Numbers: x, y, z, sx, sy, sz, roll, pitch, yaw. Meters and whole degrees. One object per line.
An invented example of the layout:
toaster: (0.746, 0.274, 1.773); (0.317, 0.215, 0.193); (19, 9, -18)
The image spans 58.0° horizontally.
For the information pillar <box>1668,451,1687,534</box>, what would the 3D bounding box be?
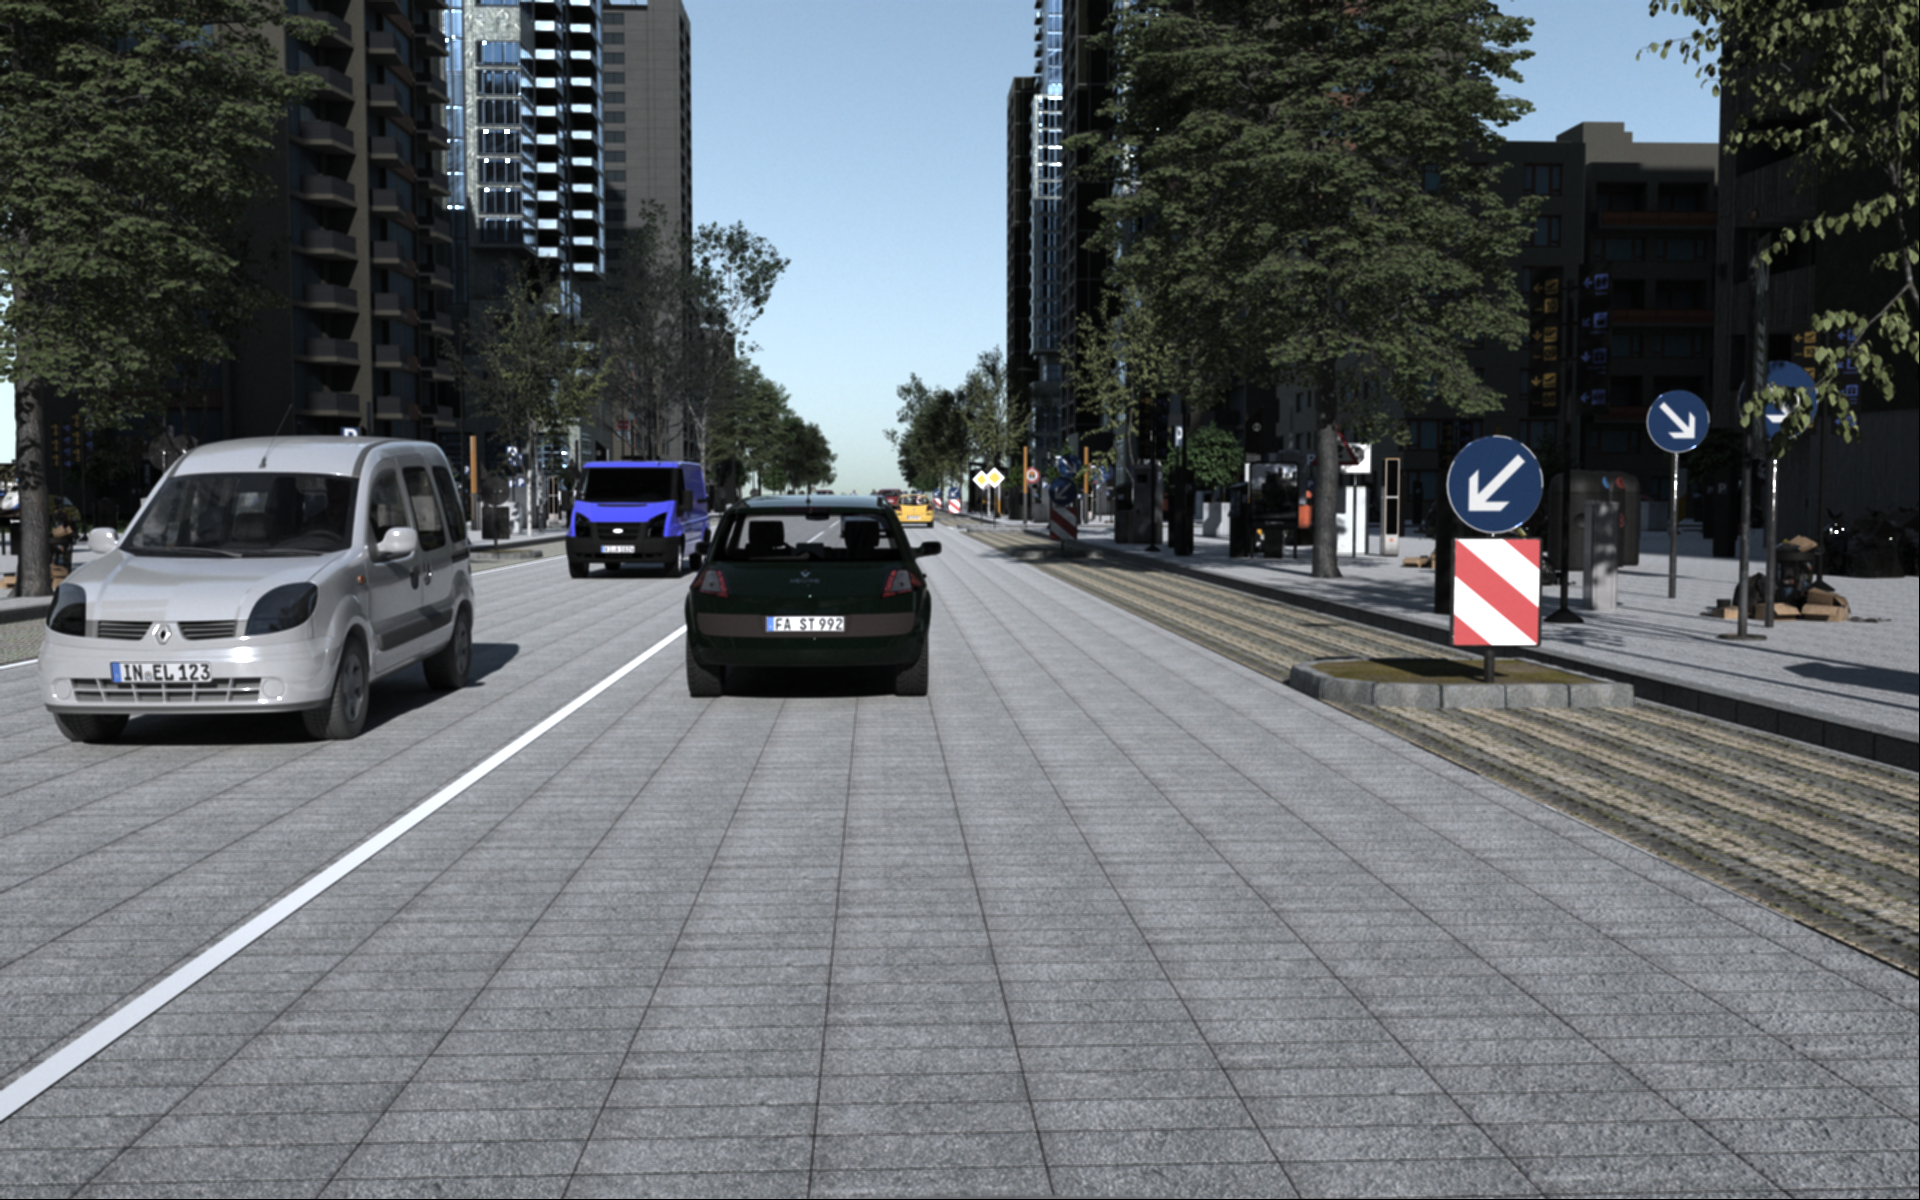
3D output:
information pillar: (22.970, -3.916, 55.380); (0.504, 3.616, 0.183); (0, 4, 3)

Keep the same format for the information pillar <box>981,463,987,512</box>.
information pillar: (1.786, -8.238, 126.048); (0.504, 3.616, 0.183); (-2, 4, -32)

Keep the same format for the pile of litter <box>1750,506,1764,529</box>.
pile of litter: (29.718, -3.109, 64.796); (1.719, 0.858, 1.176); (2, 4, 31)

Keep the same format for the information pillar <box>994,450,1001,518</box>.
information pillar: (1.998, -6.210, 92.894); (0.183, 3.616, 0.504); (3, 4, 38)

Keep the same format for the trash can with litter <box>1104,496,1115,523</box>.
trash can with litter: (7.257, -4.039, 77.092); (2.233, 1.210, 1.678); (-3, 5, -41)

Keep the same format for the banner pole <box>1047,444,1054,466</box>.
banner pole: (4.499, -5.861, 85.851); (0.401, 3.779, 0.863); (2, 4, 31)

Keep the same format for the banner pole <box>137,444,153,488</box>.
banner pole: (-40.776, -5.905, 86.560); (0.863, 3.779, 0.401); (-2, 4, -31)

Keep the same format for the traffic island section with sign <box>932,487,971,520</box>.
traffic island section with sign: (-0.442, -5.241, 94.320); (1.989, 1.847, 2.006); (0, 4, -3)

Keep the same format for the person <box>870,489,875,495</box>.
person: (-6.508, -7.521, 131.651); (0.590, 1.801, 0.661); (-3, 5, -39)

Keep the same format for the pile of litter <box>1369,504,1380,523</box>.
pile of litter: (18.747, -3.946, 78.479); (1.176, 0.858, 1.719); (-1, 4, -19)

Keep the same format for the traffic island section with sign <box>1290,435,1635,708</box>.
traffic island section with sign: (3.465, -0.234, 12.451); (1.989, 1.847, 2.006); (0, 4, -3)

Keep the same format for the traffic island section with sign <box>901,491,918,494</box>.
traffic island section with sign: (-5.438, -11.651, 199.127); (1.989, 1.847, 2.006); (0, 4, -3)

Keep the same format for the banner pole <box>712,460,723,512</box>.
banner pole: (-17.803, -8.398, 127.322); (0.863, 3.779, 0.401); (0, 4, -4)

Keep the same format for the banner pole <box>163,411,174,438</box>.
banner pole: (-23.792, -3.798, 52.121); (0.401, 3.779, 0.863); (0, 4, 1)

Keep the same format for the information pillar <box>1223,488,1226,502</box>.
information pillar: (12.889, -5.690, 84.380); (0.183, 3.616, 0.504); (1, 4, 11)

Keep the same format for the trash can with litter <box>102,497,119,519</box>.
trash can with litter: (-29.998, -3.076, 61.683); (1.055, 1.170, 0.624); (-1, 4, -10)

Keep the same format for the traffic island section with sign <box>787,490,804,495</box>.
traffic island section with sign: (-16.769, -9.987, 171.908); (1.989, 1.847, 2.006); (0, 4, -3)

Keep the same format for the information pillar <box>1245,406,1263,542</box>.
information pillar: (7.891, -3.369, 46.441); (0.504, 3.616, 0.183); (2, 4, 30)

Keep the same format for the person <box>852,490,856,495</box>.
person: (-11.186, -10.730, 183.810); (0.709, 1.838, 0.599); (-3, 5, -40)

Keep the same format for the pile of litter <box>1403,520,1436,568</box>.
pile of litter: (8.335, -0.997, 30.261); (1.176, 0.858, 1.719); (0, 4, 8)

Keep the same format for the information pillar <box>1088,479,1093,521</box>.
information pillar: (6.066, -4.696, 81.264); (0.304, 2.012, 0.304); (0, 4, 7)

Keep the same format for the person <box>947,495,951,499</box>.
person: (-1.351, -13.522, 229.460); (0.709, 1.838, 0.599); (-1, 4, -18)

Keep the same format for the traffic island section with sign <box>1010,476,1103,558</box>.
traffic island section with sign: (2.169, -1.897, 39.643); (1.989, 1.847, 2.006); (0, 4, -3)

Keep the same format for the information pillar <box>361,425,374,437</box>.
information pillar: (-20.263, -4.158, 59.345); (0.504, 3.616, 0.183); (-3, 5, -42)

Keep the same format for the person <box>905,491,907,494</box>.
person: (-5.690, -10.505, 180.976); (1.217, 1.735, 0.721); (2, 4, 24)

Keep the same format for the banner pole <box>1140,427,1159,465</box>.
banner pole: (6.236, -4.068, 56.532); (0.863, 3.779, 0.401); (-1, 4, -21)

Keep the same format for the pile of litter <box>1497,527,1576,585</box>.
pile of litter: (7.870, -0.660, 24.764); (1.719, 0.858, 1.176); (2, 4, 31)

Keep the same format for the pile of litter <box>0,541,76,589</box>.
pile of litter: (-12.596, -0.603, 23.827); (1.719, 0.858, 1.176); (2, 4, 32)

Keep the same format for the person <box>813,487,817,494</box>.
person: (-8.902, -6.021, 106.808); (0.748, 1.841, 0.638); (1, 4, 22)

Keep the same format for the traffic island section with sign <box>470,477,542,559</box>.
traffic island section with sign: (-10.420, -1.836, 38.642); (1.989, 1.847, 2.006); (0, 4, -3)

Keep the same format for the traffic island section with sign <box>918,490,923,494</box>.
traffic island section with sign: (-1.748, -6.921, 121.781); (1.989, 1.847, 2.006); (0, 4, -3)

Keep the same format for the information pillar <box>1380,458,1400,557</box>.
information pillar: (8.825, -1.900, 35.562); (0.304, 2.012, 0.304); (0, 4, -4)

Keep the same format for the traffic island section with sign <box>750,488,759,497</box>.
traffic island section with sign: (-14.384, -6.920, 121.764); (1.989, 1.847, 2.006); (0, 4, -3)

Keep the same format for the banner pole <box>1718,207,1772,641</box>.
banner pole: (6.886, -1.529, 15.013); (0.401, 3.779, 0.863); (1, 4, 12)

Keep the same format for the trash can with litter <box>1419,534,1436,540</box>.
trash can with litter: (13.803, -2.271, 48.185); (1.678, 1.210, 2.233); (-2, 4, -31)

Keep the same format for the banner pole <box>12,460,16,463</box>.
banner pole: (-60.320, -7.398, 110.982); (0.401, 3.779, 0.863); (2, 4, 31)

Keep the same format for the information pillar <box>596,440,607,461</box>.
information pillar: (-15.556, -5.122, 75.098); (0.504, 3.616, 0.183); (1, 4, 9)

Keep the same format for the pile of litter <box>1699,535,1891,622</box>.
pile of litter: (8.584, -0.234, 17.791); (1.719, 0.858, 1.176); (3, 5, 43)

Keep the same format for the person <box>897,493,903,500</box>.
person: (-3.622, -5.751, 105.127); (0.503, 1.515, 0.523); (-2, 4, -29)

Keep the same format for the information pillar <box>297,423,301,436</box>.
information pillar: (-21.825, -4.031, 57.268); (0.183, 3.616, 0.504); (-2, 4, -26)

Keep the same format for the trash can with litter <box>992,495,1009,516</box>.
trash can with litter: (3.120, -5.643, 103.312); (2.233, 1.210, 1.678); (1, 4, 14)

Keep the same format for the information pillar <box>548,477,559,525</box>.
information pillar: (-17.112, -4.185, 72.911); (0.304, 2.012, 0.304); (2, 4, 30)

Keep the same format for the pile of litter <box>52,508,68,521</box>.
pile of litter: (-26.878, -2.281, 51.253); (1.176, 0.858, 1.719); (2, 4, 28)

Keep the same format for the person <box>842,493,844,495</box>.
person: (-19.549, -17.189, 290.344); (0.445, 1.727, 0.742); (3, 5, 41)

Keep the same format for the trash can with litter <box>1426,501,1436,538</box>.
trash can with litter: (14.249, -2.447, 51.402); (0.624, 1.170, 1.055); (3, 4, 36)

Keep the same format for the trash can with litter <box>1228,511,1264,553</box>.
trash can with litter: (6.429, -1.618, 37.848); (1.055, 1.170, 0.624); (-1, 4, -22)

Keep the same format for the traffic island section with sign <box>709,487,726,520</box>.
traffic island section with sign: (-13.089, -5.273, 94.840); (1.989, 1.847, 2.006); (0, 4, -3)

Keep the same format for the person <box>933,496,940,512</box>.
person: (-1.877, -7.808, 137.006); (0.563, 1.720, 0.643); (-1, 4, -14)

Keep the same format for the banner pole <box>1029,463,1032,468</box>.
banner pole: (5.707, -9.190, 140.268); (0.401, 3.779, 0.863); (2, 4, 25)
